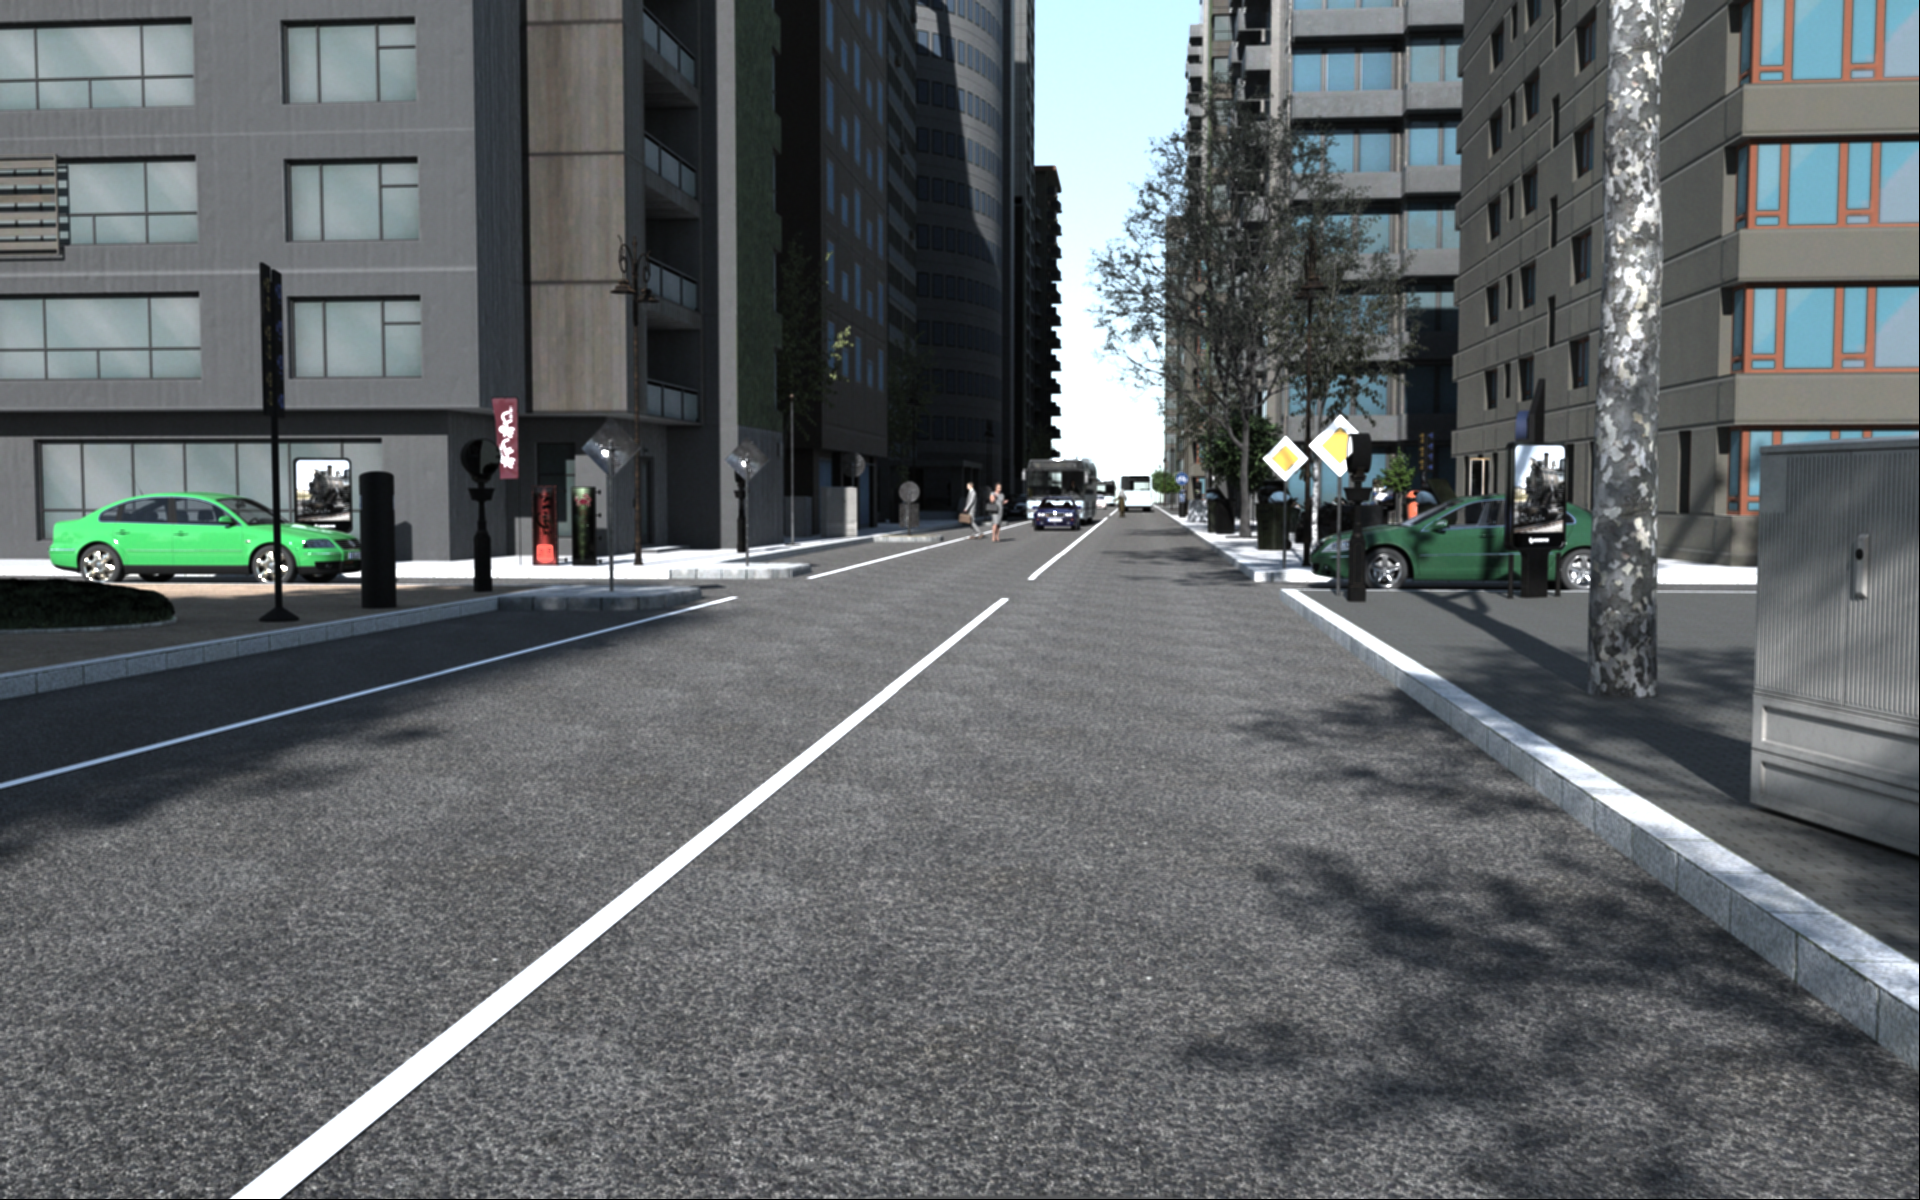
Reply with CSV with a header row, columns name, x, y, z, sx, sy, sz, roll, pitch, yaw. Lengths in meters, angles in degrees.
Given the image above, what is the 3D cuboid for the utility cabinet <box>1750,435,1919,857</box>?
name,x,y,z,sx,sy,sz,roll,pitch,yaw
utility cabinet,3.422,0.136,6.458,0.318,1.500,1.173,0,4,-6

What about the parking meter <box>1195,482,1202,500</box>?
name,x,y,z,sx,sy,sz,roll,pitch,yaw
parking meter,11.376,-4.709,82.696,0.255,1.863,0.399,1,4,22

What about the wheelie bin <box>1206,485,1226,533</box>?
name,x,y,z,sx,sy,sz,roll,pitch,yaw
wheelie bin,8.517,-3.042,57.648,0.693,1.594,0.980,0,4,7

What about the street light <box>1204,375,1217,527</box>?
name,x,y,z,sx,sy,sz,roll,pitch,yaw
street light,9.718,-5.778,67.259,0.468,5.910,1.993,0,4,6

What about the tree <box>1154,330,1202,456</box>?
name,x,y,z,sx,sy,sz,roll,pitch,yaw
tree,10.237,-7.395,71.264,4.360,8.622,3.978,0,3,0

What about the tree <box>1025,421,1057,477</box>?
name,x,y,z,sx,sy,sz,roll,pitch,yaw
tree,7.719,-13.667,173.824,4.737,8.622,4.395,0,3,0

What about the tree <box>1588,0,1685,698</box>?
name,x,y,z,sx,sy,sz,roll,pitch,yaw
tree,4.736,-9.371,9.109,12.611,20.169,13.585,0,3,0

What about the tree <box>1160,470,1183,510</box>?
name,x,y,z,sx,sy,sz,roll,pitch,yaw
tree,17.084,-8.779,138.138,1.663,3.219,1.824,0,3,0

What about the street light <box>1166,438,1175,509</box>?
name,x,y,z,sx,sy,sz,roll,pitch,yaw
street light,17.580,-10.447,143.591,0.468,5.910,1.993,0,4,6

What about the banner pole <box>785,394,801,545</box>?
name,x,y,z,sx,sy,sz,roll,pitch,yaw
banner pole,-4.221,-3.277,43.590,0.401,3.779,0.863,0,4,-6

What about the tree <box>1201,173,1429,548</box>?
name,x,y,z,sx,sy,sz,roll,pitch,yaw
tree,8.618,-5.534,40.837,4.360,8.622,3.978,0,3,0

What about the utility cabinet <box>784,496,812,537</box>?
name,x,y,z,sx,sy,sz,roll,pitch,yaw
utility cabinet,-4.846,-2.496,51.963,0.306,1.237,1.020,-3,5,-43

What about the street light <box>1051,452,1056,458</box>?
name,x,y,z,sx,sy,sz,roll,pitch,yaw
street light,10.423,-13.281,189.936,0.468,5.910,1.993,0,4,6

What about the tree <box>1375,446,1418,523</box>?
name,x,y,z,sx,sy,sz,roll,pitch,yaw
tree,17.563,-4.597,69.757,1.663,3.219,1.824,0,3,0

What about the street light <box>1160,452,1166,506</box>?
name,x,y,z,sx,sy,sz,roll,pitch,yaw
street light,21.316,-12.686,180.208,0.468,5.910,1.993,0,4,6

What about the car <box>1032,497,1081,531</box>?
name,x,y,z,sx,sy,sz,roll,pitch,yaw
car,3.875,-3.446,68.915,1.945,1.354,3.894,0,4,6

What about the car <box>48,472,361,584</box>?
name,x,y,z,sx,sy,sz,roll,pitch,yaw
car,-11.778,-1.130,27.269,4.718,1.807,1.959,0,4,4

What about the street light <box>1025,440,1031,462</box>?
name,x,y,z,sx,sy,sz,roll,pitch,yaw
street light,5.721,-10.496,144.397,0.468,5.910,1.993,0,4,6

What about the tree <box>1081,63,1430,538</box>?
name,x,y,z,sx,sy,sz,roll,pitch,yaw
tree,8.211,-8.561,50.345,12.009,13.543,11.850,0,3,0

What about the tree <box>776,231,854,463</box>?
name,x,y,z,sx,sy,sz,roll,pitch,yaw
tree,-5.148,-6.059,49.434,4.737,8.622,4.395,0,3,0

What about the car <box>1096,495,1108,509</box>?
name,x,y,z,sx,sy,sz,roll,pitch,yaw
car,13.250,-9.482,167.392,2.083,1.381,4.827,0,4,4

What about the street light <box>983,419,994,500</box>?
name,x,y,z,sx,sy,sz,roll,pitch,yaw
street light,1.913,-8.223,107.226,0.468,5.910,1.993,0,4,6

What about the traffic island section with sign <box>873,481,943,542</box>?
name,x,y,z,sx,sy,sz,roll,pitch,yaw
traffic island section with sign,-1.543,-2.708,52.902,1.989,1.847,2.006,0,4,6

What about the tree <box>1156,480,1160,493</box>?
name,x,y,z,sx,sy,sz,roll,pitch,yaw
tree,23.674,-12.706,202.348,1.663,3.219,1.824,0,3,0

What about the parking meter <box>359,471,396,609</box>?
name,x,y,z,sx,sy,sz,roll,pitch,yaw
parking meter,-6.570,-0.681,19.543,0.372,1.533,0.369,0,3,0

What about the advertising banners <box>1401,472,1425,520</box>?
name,x,y,z,sx,sy,sz,roll,pitch,yaw
advertising banners,16.501,-4.074,62.805,0.090,3.025,2.074,-1,4,-10

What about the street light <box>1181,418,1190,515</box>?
name,x,y,z,sx,sy,sz,roll,pitch,yaw
street light,13.811,-8.190,106.692,0.468,5.910,1.993,0,4,6

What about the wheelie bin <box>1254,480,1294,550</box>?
name,x,y,z,sx,sy,sz,roll,pitch,yaw
wheelie bin,7.184,-1.941,39.638,0.693,1.594,0.980,-3,4,-37

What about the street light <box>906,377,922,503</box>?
name,x,y,z,sx,sy,sz,roll,pitch,yaw
street light,-1.818,-5.851,68.456,0.468,5.910,1.993,0,4,6

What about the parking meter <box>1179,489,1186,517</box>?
name,x,y,z,sx,sy,sz,roll,pitch,yaw
parking meter,12.276,-5.329,95.536,0.372,1.533,0.369,0,3,0

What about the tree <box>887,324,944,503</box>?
name,x,y,z,sx,sy,sz,roll,pitch,yaw
tree,-2.639,-7.577,74.240,4.737,8.622,4.395,0,3,0

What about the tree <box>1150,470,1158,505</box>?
name,x,y,z,sx,sy,sz,roll,pitch,yaw
tree,24.478,-13.918,211.279,4.285,4.588,4.351,0,3,0

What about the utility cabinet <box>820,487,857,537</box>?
name,x,y,z,sx,sy,sz,roll,pitch,yaw
utility cabinet,-3.573,-2.600,51.194,1.173,1.500,0.318,-3,5,-43

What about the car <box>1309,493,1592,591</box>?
name,x,y,z,sx,sy,sz,roll,pitch,yaw
car,7.731,-0.863,25.914,4.920,1.459,2.131,0,4,7

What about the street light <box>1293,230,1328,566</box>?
name,x,y,z,sx,sy,sz,roll,pitch,yaw
street light,6.165,-3.537,30.623,0.468,5.910,1.993,0,4,6

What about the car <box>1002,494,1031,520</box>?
name,x,y,z,sx,sy,sz,roll,pitch,yaw
car,3.177,-5.333,96.980,2.009,1.686,4.222,0,4,4

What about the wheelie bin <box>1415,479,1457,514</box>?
name,x,y,z,sx,sy,sz,roll,pitch,yaw
wheelie bin,9.759,-1.689,35.525,0.980,1.594,0.693,-3,4,-38

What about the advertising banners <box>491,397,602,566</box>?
name,x,y,z,sx,sy,sz,roll,pitch,yaw
advertising banners,-7.435,-2.135,31.096,2.074,3.025,0.090,1,4,13

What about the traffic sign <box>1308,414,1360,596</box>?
name,x,y,z,sx,sy,sz,roll,pitch,yaw
traffic sign,4.762,-1.108,21.766,0.795,2.450,0.064,0,4,6

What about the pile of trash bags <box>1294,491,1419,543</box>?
name,x,y,z,sx,sy,sz,roll,pitch,yaw
pile of trash bags,10.656,-2.197,45.673,3.447,1.369,1.912,0,4,-5

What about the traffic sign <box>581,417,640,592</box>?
name,x,y,z,sx,sy,sz,roll,pitch,yaw
traffic sign,-4.582,-1.168,22.735,0.795,2.450,0.064,0,4,6

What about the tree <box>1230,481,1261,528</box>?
name,x,y,z,sx,sy,sz,roll,pitch,yaw
tree,11.215,-4.356,65.828,1.663,3.219,1.824,0,3,0

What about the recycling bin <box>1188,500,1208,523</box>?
name,x,y,z,sx,sy,sz,roll,pitch,yaw
recycling bin,10.744,-4.007,78.073,0.722,1.027,0.722,-1,4,-22

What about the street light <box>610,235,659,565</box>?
name,x,y,z,sx,sy,sz,roll,pitch,yaw
street light,-5.816,-3.569,31.144,0.468,5.910,1.993,0,4,6

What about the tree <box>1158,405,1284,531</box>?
name,x,y,z,sx,sy,sz,roll,pitch,yaw
tree,10.113,-4.711,60.743,4.285,4.588,4.351,0,3,0

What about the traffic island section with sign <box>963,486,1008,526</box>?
name,x,y,z,sx,sy,sz,roll,pitch,yaw
traffic island section with sign,1.201,-4.348,79.718,1.989,1.847,2.006,0,4,6
